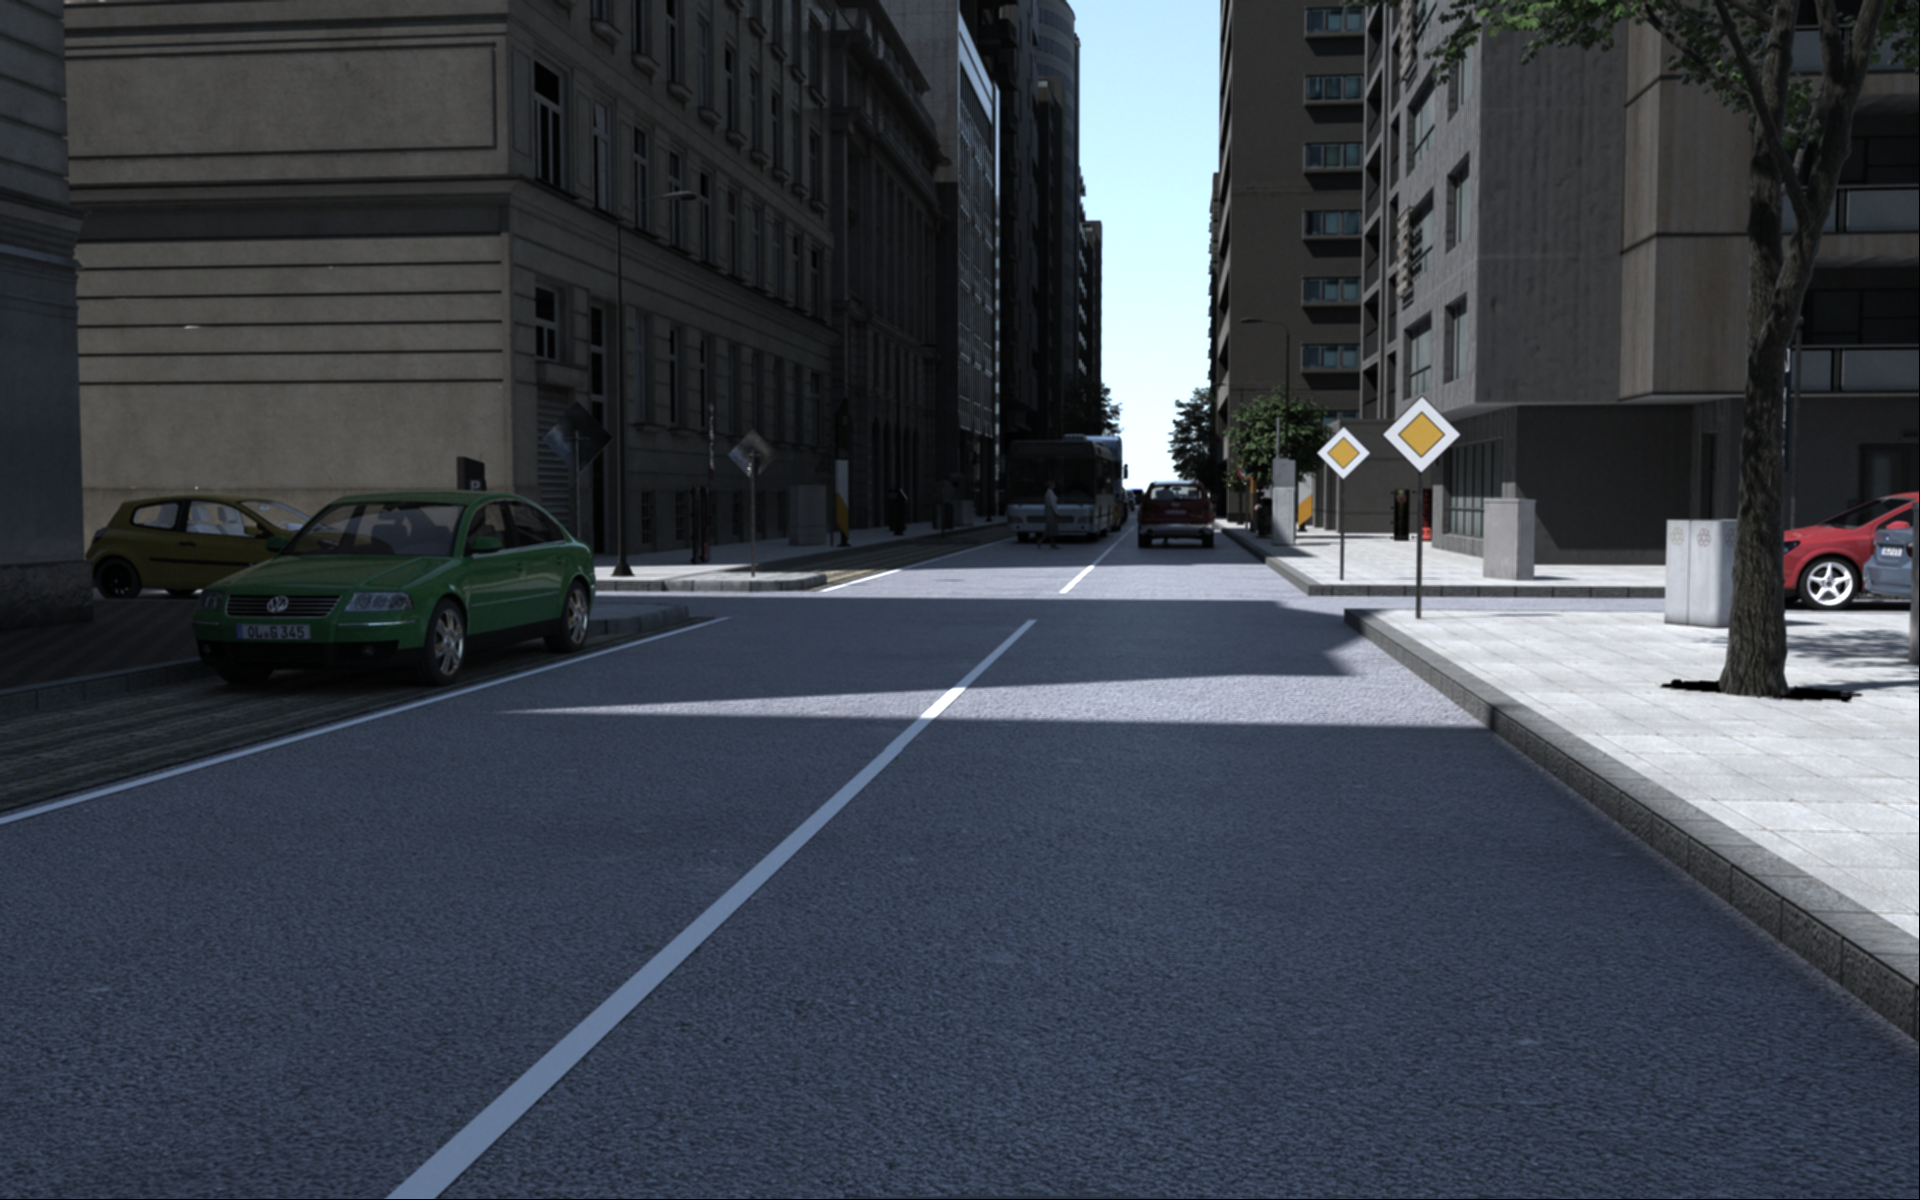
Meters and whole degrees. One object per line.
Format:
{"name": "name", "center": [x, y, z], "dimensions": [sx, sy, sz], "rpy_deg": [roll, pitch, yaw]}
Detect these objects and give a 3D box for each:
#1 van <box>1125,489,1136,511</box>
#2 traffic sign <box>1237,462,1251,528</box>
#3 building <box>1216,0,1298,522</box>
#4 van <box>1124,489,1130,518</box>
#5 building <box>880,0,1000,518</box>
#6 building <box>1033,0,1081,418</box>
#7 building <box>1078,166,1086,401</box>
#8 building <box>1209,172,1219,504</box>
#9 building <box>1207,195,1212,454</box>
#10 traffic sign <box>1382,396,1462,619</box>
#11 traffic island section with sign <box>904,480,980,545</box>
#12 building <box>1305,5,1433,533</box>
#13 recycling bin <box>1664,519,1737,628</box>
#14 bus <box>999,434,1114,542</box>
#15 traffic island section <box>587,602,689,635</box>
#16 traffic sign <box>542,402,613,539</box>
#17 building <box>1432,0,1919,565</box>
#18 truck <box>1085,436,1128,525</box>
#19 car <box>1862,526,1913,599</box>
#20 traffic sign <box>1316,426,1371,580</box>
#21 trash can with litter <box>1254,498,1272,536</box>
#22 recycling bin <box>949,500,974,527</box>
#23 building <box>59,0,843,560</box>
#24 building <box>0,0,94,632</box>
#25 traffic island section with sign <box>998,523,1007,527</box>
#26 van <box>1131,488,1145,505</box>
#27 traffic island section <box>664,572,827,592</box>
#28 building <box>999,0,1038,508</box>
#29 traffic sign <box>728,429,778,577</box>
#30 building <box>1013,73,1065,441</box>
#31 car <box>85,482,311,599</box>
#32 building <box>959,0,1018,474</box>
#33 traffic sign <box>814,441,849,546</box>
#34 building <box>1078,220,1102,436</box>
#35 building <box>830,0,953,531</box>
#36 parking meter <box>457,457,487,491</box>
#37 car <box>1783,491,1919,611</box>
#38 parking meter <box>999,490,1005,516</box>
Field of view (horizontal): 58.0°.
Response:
{"name": "van", "center": [14.116, -8.655, 148.526], "dimensions": [2.013, 2.044, 4.112], "rpy_deg": [0, 4, 7]}
{"name": "traffic sign", "center": [10.721, -3.951, 64.700], "dimensions": [0.768, 2.556, 0.104], "rpy_deg": [1, 4, 11]}
{"name": "building", "center": [24.187, -28.373, 87.601], "dimensions": [21.300, 48.544, 21.600], "rpy_deg": [0, 4, 7]}
{"name": "van", "center": [9.289, -5.968, 104.590], "dimensions": [2.013, 2.044, 4.112], "rpy_deg": [0, 4, 7]}
{"name": "building", "center": [-4.856, -16.790, 92.542], "dimensions": [12.078, 24.808, 19.932], "rpy_deg": [0, 4, 7]}
{"name": "building", "center": [2.599, -40.324, 201.288], "dimensions": [21.231, 58.520, 28.212], "rpy_deg": [0, 4, 7]}
{"name": "building", "center": [5.261, -37.379, 230.748], "dimensions": [23.786, 49.044, 30.456], "rpy_deg": [0, 4, 7]}
{"name": "building", "center": [39.150, -32.908, 221.638], "dimensions": [14.154, 41.232, 14.086], "rpy_deg": [0, 4, 7]}
{"name": "building", "center": [45.882, -35.944, 242.310], "dimensions": [22.147, 44.769, 28.867], "rpy_deg": [0, 4, 7]}
{"name": "traffic sign", "center": [4.715, -0.863, 17.760], "dimensions": [0.795, 2.450, 0.064], "rpy_deg": [0, 4, 7]}
{"name": "traffic island section with sign", "center": [-0.476, -2.504, 49.574], "dimensions": [1.989, 1.847, 2.006], "rpy_deg": [0, 4, 7]}
{"name": "building", "center": [23.051, -37.892, 57.785], "dimensions": [20.563, 71.187, 20.611], "rpy_deg": [0, 4, 7]}
{"name": "recycling bin", "center": [7.428, -0.269, 16.951], "dimensions": [0.722, 1.027, 0.722], "rpy_deg": [-1, 4, -19]}
{"name": "bus", "center": [3.334, -3.689, 55.180], "dimensions": [2.948, 3.499, 13.247], "rpy_deg": [0, 4, 7]}
{"name": "traffic island section", "center": [-4.187, 0.206, 18.916], "dimensions": [2.009, 0.180, 2.903], "rpy_deg": [0, 4, 7]}
{"name": "traffic sign", "center": [-4.162, -0.930, 18.851], "dimensions": [0.795, 2.450, 0.064], "rpy_deg": [0, 4, 7]}
{"name": "building", "center": [16.371, -21.346, 32.597], "dimensions": [14.086, 41.232, 14.154], "rpy_deg": [0, 4, 7]}
{"name": "truck", "center": [6.932, -5.865, 85.649], "dimensions": [2.967, 4.110, 18.799], "rpy_deg": [0, 4, 6]}
{"name": "car", "center": [12.689, -0.457, 19.468], "dimensions": [4.499, 1.417, 2.014], "rpy_deg": [0, 4, 6]}
{"name": "traffic sign", "center": [5.674, -1.348, 25.688], "dimensions": [0.795, 2.450, 0.064], "rpy_deg": [0, 4, 7]}
{"name": "trash can with litter", "center": [9.374, -2.576, 53.503], "dimensions": [0.624, 1.170, 1.055], "rpy_deg": [0, 4, 6]}
{"name": "recycling bin", "center": [0.061, -3.442, 68.835], "dimensions": [0.722, 1.027, 0.722], "rpy_deg": [3, 5, 40]}
{"name": "building", "center": [-13.163, -12.897, 44.154], "dimensions": [16.112, 22.955, 30.059], "rpy_deg": [0, 4, 7]}
{"name": "building", "center": [-18.193, -10.042, 13.338], "dimensions": [18.267, 20.994, 9.793], "rpy_deg": [0, 4, 7]}
{"name": "traffic island section with sign", "center": [2.764, -4.141, 76.335], "dimensions": [1.989, 1.847, 2.006], "rpy_deg": [0, 4, 7]}
{"name": "van", "center": [18.934, -11.175, 187.099], "dimensions": [2.240, 2.365, 5.245], "rpy_deg": [0, 4, 8]}
{"name": "traffic island section", "center": [-3.227, -0.279, 26.843], "dimensions": [2.009, 0.180, 2.903], "rpy_deg": [0, 4, 7]}
{"name": "building", "center": [-7.659, -33.992, 145.015], "dimensions": [28.713, 52.752, 27.495], "rpy_deg": [0, 4, 7]}
{"name": "traffic sign", "center": [-3.203, -1.415, 26.779], "dimensions": [0.795, 2.450, 0.064], "rpy_deg": [0, 4, 7]}
{"name": "building", "center": [2.543, -29.446, 165.039], "dimensions": [14.154, 41.232, 14.086], "rpy_deg": [0, 4, 7]}
{"name": "car", "center": [-9.798, -0.827, 23.747], "dimensions": [3.980, 1.641, 2.015], "rpy_deg": [0, 4, 6]}
{"name": "building", "center": [-7.747, -28.276, 116.937], "dimensions": [22.147, 44.769, 28.867], "rpy_deg": [0, 4, 7]}
{"name": "traffic sign", "center": [-3.159, -2.608, 42.640], "dimensions": [0.884, 2.594, 0.081], "rpy_deg": [1, 4, 10]}
{"name": "building", "center": [13.354, -34.789, 252.402], "dimensions": [14.154, 41.232, 14.086], "rpy_deg": [0, 4, 7]}
{"name": "building", "center": [-8.364, -14.007, 70.810], "dimensions": [13.314, 21.916, 24.055], "rpy_deg": [0, 4, 7]}
{"name": "parking meter", "center": [-7.680, -1.318, 27.268], "dimensions": [0.255, 1.863, 0.399], "rpy_deg": [3, 5, 43]}
{"name": "car", "center": [12.036, -0.784, 21.862], "dimensions": [4.494, 1.783, 2.155], "rpy_deg": [0, 4, 7]}
{"name": "parking meter", "center": [2.453, -5.682, 101.308], "dimensions": [0.372, 1.533, 0.369], "rpy_deg": [0, 3, 0]}
